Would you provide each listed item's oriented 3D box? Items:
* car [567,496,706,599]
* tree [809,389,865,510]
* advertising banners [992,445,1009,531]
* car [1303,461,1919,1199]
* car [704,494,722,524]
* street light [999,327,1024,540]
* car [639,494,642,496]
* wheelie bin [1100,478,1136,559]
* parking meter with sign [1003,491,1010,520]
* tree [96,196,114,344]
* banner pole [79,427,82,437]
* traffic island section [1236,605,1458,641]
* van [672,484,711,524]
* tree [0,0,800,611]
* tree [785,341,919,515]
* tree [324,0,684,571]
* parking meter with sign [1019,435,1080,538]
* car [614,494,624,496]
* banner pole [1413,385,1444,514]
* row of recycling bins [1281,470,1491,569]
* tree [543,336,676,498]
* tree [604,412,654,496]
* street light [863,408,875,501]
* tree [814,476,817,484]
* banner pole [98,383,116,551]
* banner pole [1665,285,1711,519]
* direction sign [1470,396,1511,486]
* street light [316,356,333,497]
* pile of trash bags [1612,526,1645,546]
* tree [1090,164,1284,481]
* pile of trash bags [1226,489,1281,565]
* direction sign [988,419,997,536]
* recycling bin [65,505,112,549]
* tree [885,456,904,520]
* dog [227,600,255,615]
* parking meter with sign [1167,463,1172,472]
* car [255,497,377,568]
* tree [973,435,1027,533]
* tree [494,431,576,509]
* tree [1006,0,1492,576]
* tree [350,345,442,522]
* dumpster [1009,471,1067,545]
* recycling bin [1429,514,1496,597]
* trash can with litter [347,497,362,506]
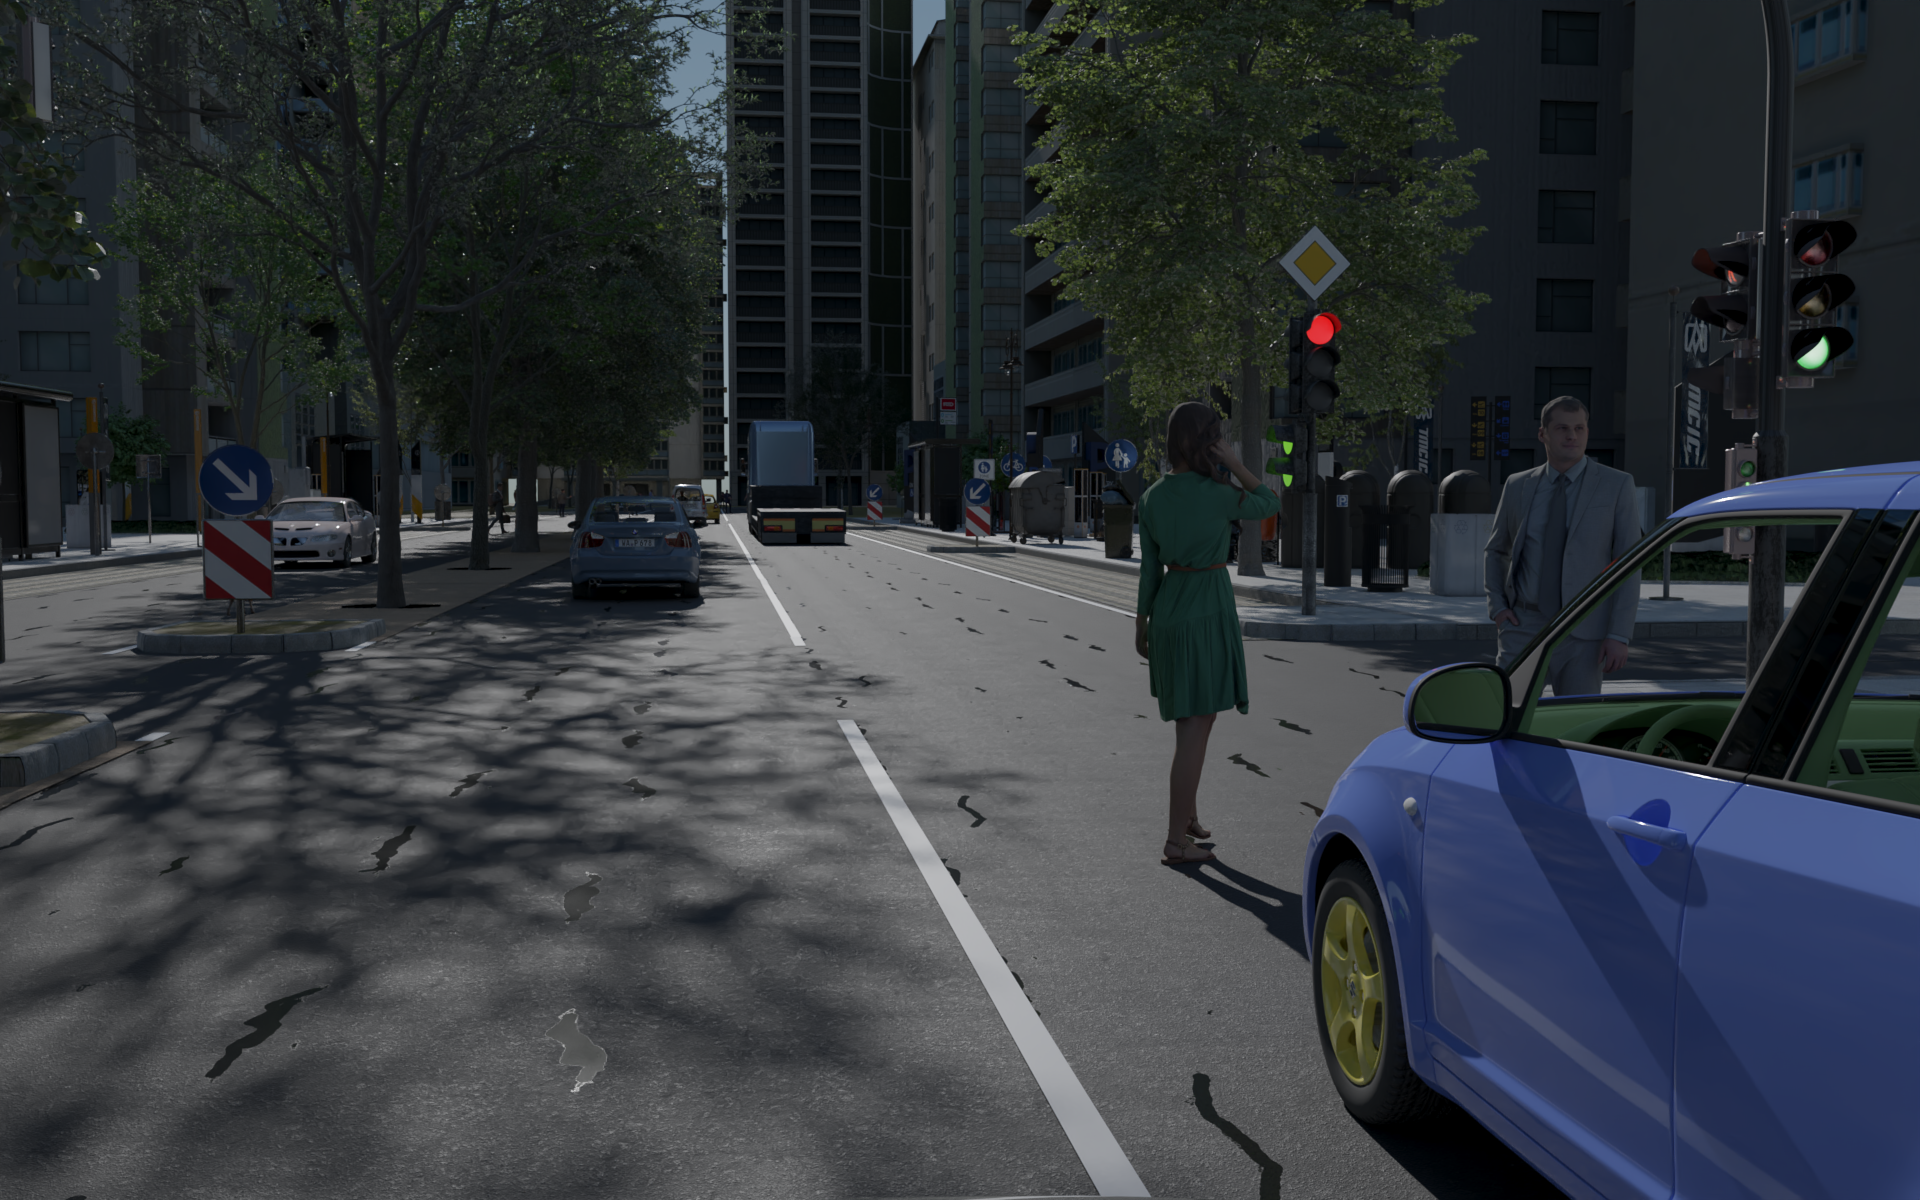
[{"bbox_3d":[-4.666,-0.796,25.017,2.014,1.417,4.499,-1,4,-10],"label":"car"},{"bbox_3d":[-8.095,-10.085,115.255,4.360,8.622,3.978,0,3,0],"label":"tree"},{"bbox_3d":[1.427,-3.955,60.858,0.090,3.025,2.074,1,4,19],"label":"advertising banners"},{"bbox_3d":[1.840,0.406,2.959,1.945,1.707,3.694,0,4,-7],"label":"car"},{"bbox_3d":[-12.644,-4.561,84.792,2.015,1.641,3.980,-1,4,-9],"label":"car"},{"bbox_3d":[1.431,-4.615,48.251,0.468,5.910,1.993,-1,4,-8],"label":"street light"},{"bbox_3d":[-29.360,-8.997,156.138,2.155,1.783,4.494,0,4,-7],"label":"car"},{"bbox_3d":[3.164,-1.635,34.646,0.693,1.594,0.980,1,4,9],"label":"wheelie bin"},{"bbox_3d":[2.223,-5.395,84.469,1.738,3.016,0.543,0,4,0],"label":"parking meter with sign"},{"bbox_3d":[-21.709,-7.755,52.543,9.928,11.665,9.643,0,3,0],"label":"tree"},{"bbox_3d":[-32.981,-4.596,65.157,0.401,3.779,0.863,-1,4,-21],"label":"banner pole"},{"bbox_3d":[3.718,0.240,18.362,2.009,0.180,2.903,-1,4,-8],"label":"traffic island section"},{"bbox_3d":[-12.515,-4.456,79.871,2.013,2.044,4.112,0,4,-8],"label":"van"},{"bbox_3d":[-7.078,-6.626,21.159,12.009,13.543,11.850,0,3,0],"label":"tree"},{"bbox_3d":[-6.587,-10.434,105.012,8.767,10.594,7.601,0,4,2],"label":"tree"},{"bbox_3d":[-8.907,-6.355,32.115,9.928,11.665,9.643,0,3,0],"label":"tree"},{"bbox_3d":[2.611,-3.347,50.988,1.738,3.016,0.543,-1,4,-16],"label":"parking meter with sign"},{"bbox_3d":[-25.591,-7.427,131.221,2.009,1.686,4.222,-1,4,-9],"label":"car"},{"bbox_3d":[10.816,-3.049,39.863,0.863,3.779,0.401,2,4,34],"label":"banner pole"},{"bbox_3d":[7.355,-1.398,29.965,3.534,1.692,1.069,1,4,8],"label":"row of recycling bins"},{"bbox_3d":[-15.034,-9.238,71.624,7.486,12.596,7.792,0,3,0],"label":"tree"},{"bbox_3d":[-15.524,-7.672,78.251,4.360,8.622,3.978,0,3,0],"label":"tree"},{"bbox_3d":[-4.811,-7.268,91.624,0.468,5.910,1.993,-1,4,-8],"label":"street light"},{"bbox_3d":[-15.013,-10.965,162.992,4.285,4.588,4.351,0,3,0],"label":"tree"},{"bbox_3d":[-19.424,-3.020,39.387,0.401,3.779,0.863,-1,4,-14],"label":"banner pole"},{"bbox_3d":[8.765,-1.893,20.966,0.863,3.779,0.401,-2,4,-25],"label":"banner pole"},{"bbox_3d":[12.257,-2.942,40.096,0.876,3.537,0.379,1,4,16],"label":"direction sign"},{"bbox_3d":[-21.282,-5.233,58.347,0.468,5.910,1.993,-1,4,-8],"label":"street light"},{"bbox_3d":[14.310,-1.680,37.224,3.447,1.369,1.912,1,4,12],"label":"pile of trash bags"},{"bbox_3d":[4.537,-5.297,36.975,4.360,8.622,3.978,0,3,0],"label":"tree"},{"bbox_3d":[5.185,-1.393,32.526,1.912,1.369,3.447,-1,4,-13],"label":"pile of trash bags"},{"bbox_3d":[0.931,-3.712,52.682,0.379,3.537,0.876,0,4,8],"label":"direction sign"},{"bbox_3d":[-20.710,-1.750,41.164,0.722,1.027,0.722,0,4,7],"label":"recycling bin"},{"bbox_3d":[-3.055,-5.669,87.290,1.663,3.219,1.824,0,3,0],"label":"tree"},{"bbox_3d":[-8.549,-0.079,20.579,0.406,0.507,0.540,-3,5,-41],"label":"dog"},{"bbox_3d":[5.355,-2.851,42.879,0.543,3.016,1.738,0,4,-5],"label":"parking meter with sign"},{"bbox_3d":[-13.047,-1.388,35.063,2.083,1.381,4.827,-1,4,-9],"label":"car"},{"bbox_3d":[1.434,-3.832,57.257,1.663,3.219,1.824,0,3,0],"label":"tree"},{"bbox_3d":[-35.437,-13.212,150.434,7.601,10.594,8.767,2,4,24],"label":"tree"},{"bbox_3d":[4.185,-6.666,27.109,7.486,12.596,7.792,0,3,0],"label":"tree"},{"bbox_3d":[-25.232,-7.864,78.931,4.360,8.622,3.978,0,3,0],"label":"tree"},{"bbox_3d":[2.013,-2.378,44.638,1.264,1.857,1.865,0,4,-8],"label":"dumpster"},{"bbox_3d":[6.410,-0.575,21.951,0.722,1.027,0.722,0,4,-2],"label":"recycling bin"},{"bbox_3d":[-22.598,-3.286,65.115,1.055,1.170,0.624,-3,5,-43],"label":"trash can with litter"}]
